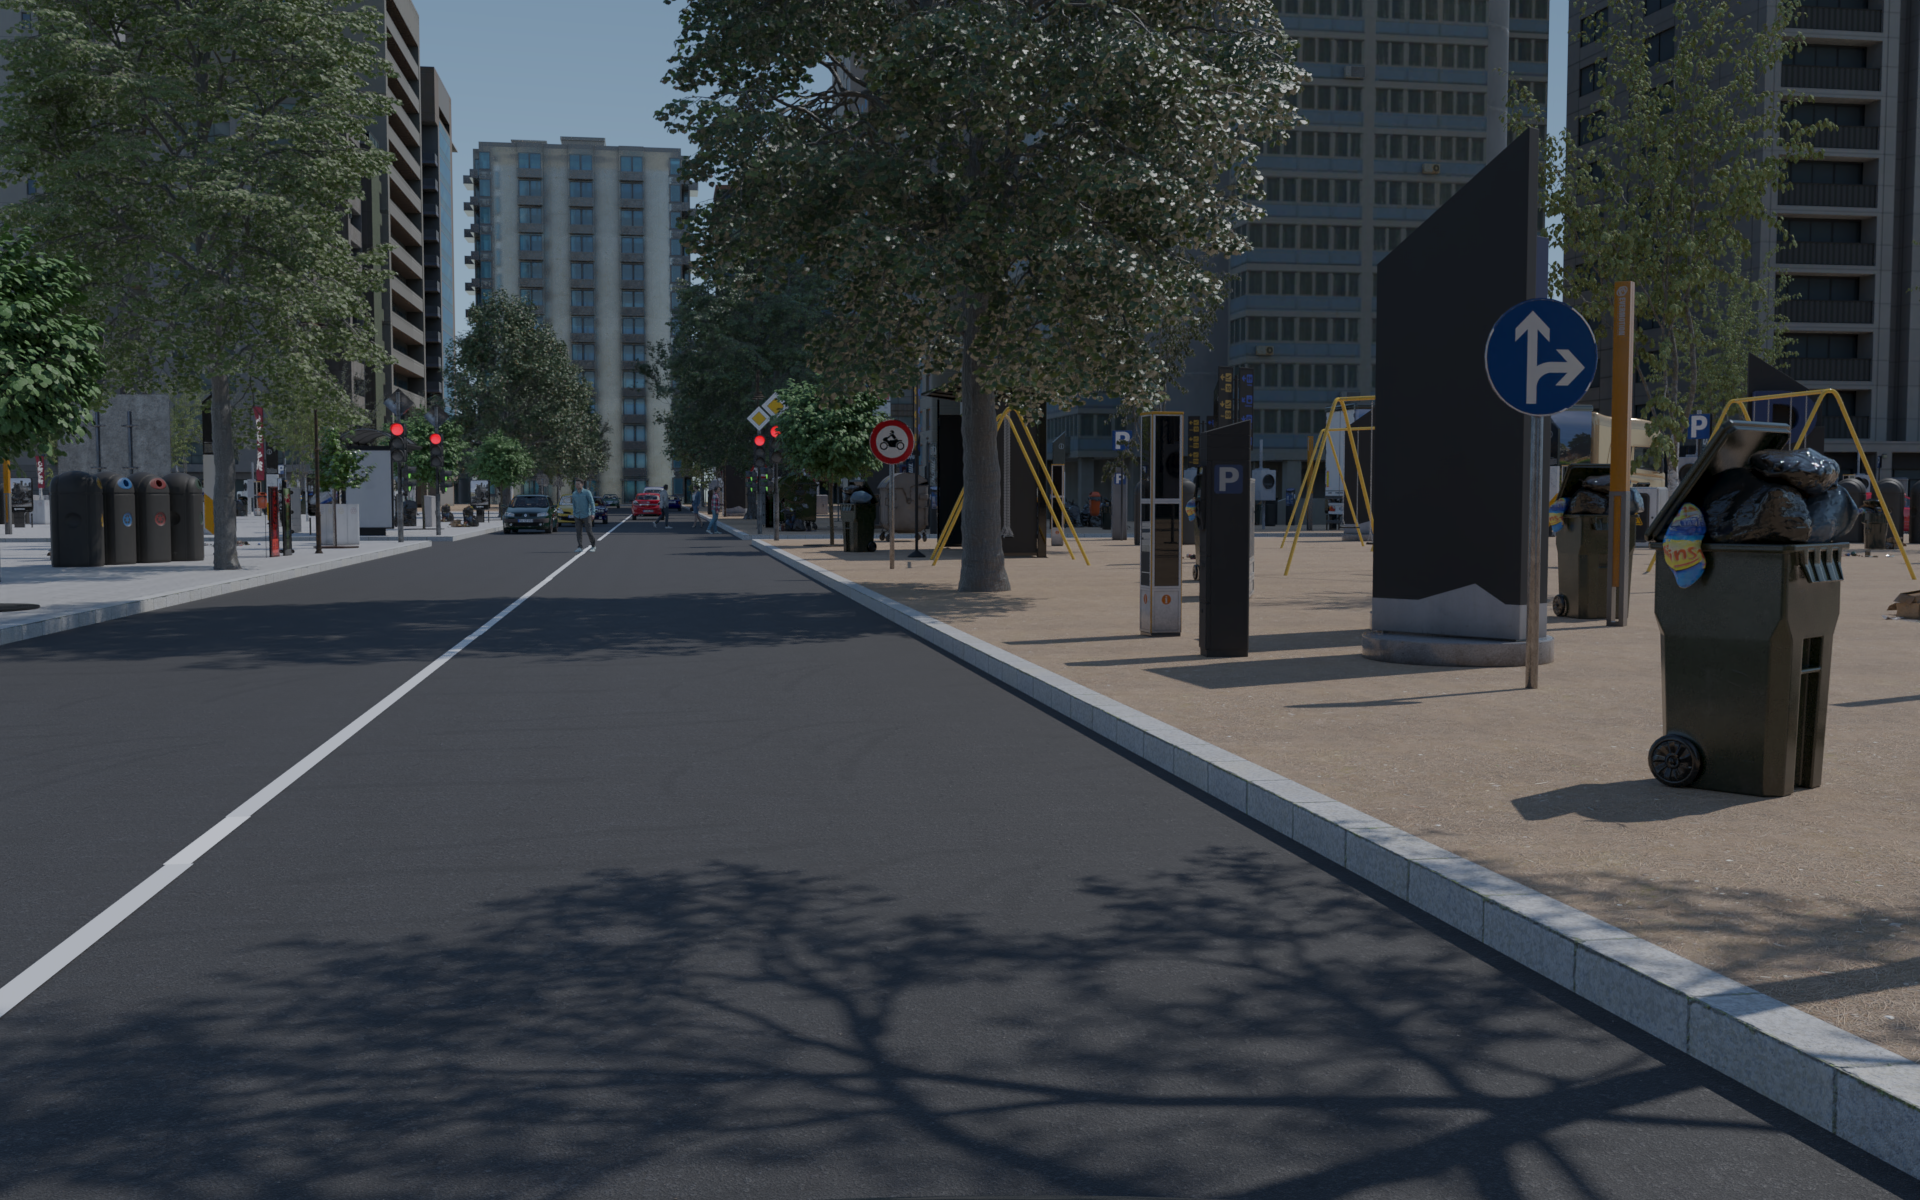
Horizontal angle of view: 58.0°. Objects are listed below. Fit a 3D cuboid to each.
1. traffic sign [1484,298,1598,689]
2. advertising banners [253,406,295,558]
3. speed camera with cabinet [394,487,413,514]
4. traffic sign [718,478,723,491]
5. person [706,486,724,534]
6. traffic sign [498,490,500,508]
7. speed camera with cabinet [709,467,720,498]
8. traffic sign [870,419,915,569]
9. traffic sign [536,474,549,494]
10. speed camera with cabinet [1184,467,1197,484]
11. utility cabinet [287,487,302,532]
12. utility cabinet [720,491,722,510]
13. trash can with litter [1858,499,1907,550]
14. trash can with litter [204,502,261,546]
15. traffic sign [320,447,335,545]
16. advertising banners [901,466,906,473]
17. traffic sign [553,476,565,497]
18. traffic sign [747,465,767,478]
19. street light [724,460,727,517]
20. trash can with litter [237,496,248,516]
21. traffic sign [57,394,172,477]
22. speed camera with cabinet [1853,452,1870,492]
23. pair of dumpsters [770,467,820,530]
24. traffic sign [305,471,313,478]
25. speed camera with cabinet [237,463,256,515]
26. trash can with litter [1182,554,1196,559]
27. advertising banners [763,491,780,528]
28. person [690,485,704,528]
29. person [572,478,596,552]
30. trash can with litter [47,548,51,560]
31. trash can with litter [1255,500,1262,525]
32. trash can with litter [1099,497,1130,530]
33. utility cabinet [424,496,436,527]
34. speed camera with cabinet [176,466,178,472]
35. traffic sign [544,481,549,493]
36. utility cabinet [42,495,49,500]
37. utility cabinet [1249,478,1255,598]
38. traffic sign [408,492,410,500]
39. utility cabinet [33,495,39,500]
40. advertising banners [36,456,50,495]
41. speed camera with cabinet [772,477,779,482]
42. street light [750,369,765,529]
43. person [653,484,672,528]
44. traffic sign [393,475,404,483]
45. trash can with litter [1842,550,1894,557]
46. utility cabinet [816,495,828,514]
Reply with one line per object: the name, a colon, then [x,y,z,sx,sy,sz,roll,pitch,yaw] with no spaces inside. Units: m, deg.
traffic sign: [3.775,-0.688,11.361,0.768,2.556,0.104,0,4,-7]
advertising banners: [-13.968,-2.388,35.237,0.090,3.025,2.074,0,4,-2]
speed camera with cabinet: [-35.606,-7.081,110.109,0.660,3.252,2.038,1,4,15]
traffic sign: [-15.178,-6.639,110.684,0.606,2.300,0.079,0,4,-5]
person: [-8.837,-3.245,62.399,0.643,1.720,0.563,-1,4,-10]
traffic sign: [-28.253,-6.484,106.125,0.768,2.556,0.104,0,4,-5]
speed camera with cabinet: [-14.908,-7.071,109.946,2.038,3.252,0.660,-1,4,-9]
traffic sign: [-1.161,-1.801,29.560,0.768,2.556,0.104,0,4,-6]
traffic sign: [-26.057,-6.605,108.104,0.768,2.556,0.104,0,4,-4]
speed camera with cabinet: [7.878,-4.151,62.206,2.038,3.252,0.660,-2,4,-24]
utility cabinet: [-22.242,-3.009,57.872,0.318,1.500,1.173,-2,4,-28]
utility cabinet: [-17.366,-7.239,127.039,0.318,1.500,1.173,2,4,24]
trash can with litter: [21.419,-1.765,40.240,1.055,1.170,0.624,-1,4,-20]
trash can with litter: [-18.289,-1.954,43.013,1.678,1.210,2.233,-1,4,-13]
traffic sign: [-15.191,-2.563,42.016,0.768,2.556,0.104,0,4,-5]
advertising banners: [-3.082,-6.974,110.217,0.090,3.025,2.074,3,4,36]
traffic sign: [-28.635,-7.562,123.649,0.884,2.594,0.081,0,4,-4]
traffic sign: [-6.721,-3.558,58.185,0.884,2.594,0.081,0,4,-3]
street light: [-13.152,-7.587,96.843,0.468,5.910,1.993,-1,4,-10]
trash can with litter: [-42.026,-5.509,101.463,0.624,1.170,1.055,-1,4,-21]
traffic sign: [-17.259,-2.537,35.347,2.265,3.308,0.079,0,4,-2]
speed camera with cabinet: [40.247,-5.165,78.791,2.038,3.252,0.660,0,4,1]
pair of dumpsters: [-6.040,-3.731,63.491,1.574,2.255,4.437,-1,4,-10]
traffic sign: [-21.753,-3.596,58.796,0.884,2.594,0.081,-1,4,-10]
speed camera with cabinet: [-44.895,-7.011,108.969,0.660,3.252,2.038,-3,5,-40]
trash can with litter: [4.884,-1.432,34.467,2.233,1.210,1.678,-1,4,-12]
advertising banners: [-6.572,-4.278,66.127,2.074,3.025,0.090,-2,4,-31]
person: [-11.110,-3.960,73.273,0.654,1.822,0.581,-2,4,-26]
person: [-9.296,-2.104,42.913,0.660,1.820,0.620,1,4,16]
trash can with litter: [-17.454,-1.368,33.754,1.055,1.170,0.624,2,4,33]
trash can with litter: [11.960,-3.631,70.749,0.624,1.170,1.055,3,4,38]
trash can with litter: [5.569,-3.108,62.204,1.055,1.170,0.624,0,4,-6]
utility cabinet: [-20.726,-3.466,67.832,0.306,1.237,1.020,0,4,-6]
speed camera with cabinet: [-54.045,-7.741,120.893,0.660,3.252,2.038,3,4,38]
traffic sign: [-30.282,-7.703,126.057,0.768,2.556,0.104,0,4,-1]
utility cabinet: [-47.602,-4.835,90.209,0.306,1.237,1.020,-2,4,-34]
utility cabinet: [3.490,-0.784,21.491,0.318,1.500,1.173,1,4,12]
traffic sign: [-24.551,-4.711,77.125,0.768,2.556,0.104,0,4,-2]
utility cabinet: [-58.584,-6.003,109.308,0.306,1.237,1.020,1,4,20]
advertising banners: [-41.840,-5.121,79.909,0.090,3.025,2.074,1,4,14]
speed camera with cabinet: [-9.935,-6.434,99.533,2.038,3.252,0.660,1,4,10]
street light: [-7.471,-5.585,64.095,0.468,5.910,1.993,-1,4,-10]
person: [-12.382,-3.900,72.116,0.795,1.843,0.661,-2,4,-29]
traffic sign: [-23.065,-4.294,71.393,0.795,2.450,0.064,0,4,-1]
trash can with litter: [17.928,-1.500,35.582,2.233,1.210,1.678,2,4,34]
utility cabinet: [-8.894,-6.028,109.721,1.020,1.237,0.306,-1,4,-23]
